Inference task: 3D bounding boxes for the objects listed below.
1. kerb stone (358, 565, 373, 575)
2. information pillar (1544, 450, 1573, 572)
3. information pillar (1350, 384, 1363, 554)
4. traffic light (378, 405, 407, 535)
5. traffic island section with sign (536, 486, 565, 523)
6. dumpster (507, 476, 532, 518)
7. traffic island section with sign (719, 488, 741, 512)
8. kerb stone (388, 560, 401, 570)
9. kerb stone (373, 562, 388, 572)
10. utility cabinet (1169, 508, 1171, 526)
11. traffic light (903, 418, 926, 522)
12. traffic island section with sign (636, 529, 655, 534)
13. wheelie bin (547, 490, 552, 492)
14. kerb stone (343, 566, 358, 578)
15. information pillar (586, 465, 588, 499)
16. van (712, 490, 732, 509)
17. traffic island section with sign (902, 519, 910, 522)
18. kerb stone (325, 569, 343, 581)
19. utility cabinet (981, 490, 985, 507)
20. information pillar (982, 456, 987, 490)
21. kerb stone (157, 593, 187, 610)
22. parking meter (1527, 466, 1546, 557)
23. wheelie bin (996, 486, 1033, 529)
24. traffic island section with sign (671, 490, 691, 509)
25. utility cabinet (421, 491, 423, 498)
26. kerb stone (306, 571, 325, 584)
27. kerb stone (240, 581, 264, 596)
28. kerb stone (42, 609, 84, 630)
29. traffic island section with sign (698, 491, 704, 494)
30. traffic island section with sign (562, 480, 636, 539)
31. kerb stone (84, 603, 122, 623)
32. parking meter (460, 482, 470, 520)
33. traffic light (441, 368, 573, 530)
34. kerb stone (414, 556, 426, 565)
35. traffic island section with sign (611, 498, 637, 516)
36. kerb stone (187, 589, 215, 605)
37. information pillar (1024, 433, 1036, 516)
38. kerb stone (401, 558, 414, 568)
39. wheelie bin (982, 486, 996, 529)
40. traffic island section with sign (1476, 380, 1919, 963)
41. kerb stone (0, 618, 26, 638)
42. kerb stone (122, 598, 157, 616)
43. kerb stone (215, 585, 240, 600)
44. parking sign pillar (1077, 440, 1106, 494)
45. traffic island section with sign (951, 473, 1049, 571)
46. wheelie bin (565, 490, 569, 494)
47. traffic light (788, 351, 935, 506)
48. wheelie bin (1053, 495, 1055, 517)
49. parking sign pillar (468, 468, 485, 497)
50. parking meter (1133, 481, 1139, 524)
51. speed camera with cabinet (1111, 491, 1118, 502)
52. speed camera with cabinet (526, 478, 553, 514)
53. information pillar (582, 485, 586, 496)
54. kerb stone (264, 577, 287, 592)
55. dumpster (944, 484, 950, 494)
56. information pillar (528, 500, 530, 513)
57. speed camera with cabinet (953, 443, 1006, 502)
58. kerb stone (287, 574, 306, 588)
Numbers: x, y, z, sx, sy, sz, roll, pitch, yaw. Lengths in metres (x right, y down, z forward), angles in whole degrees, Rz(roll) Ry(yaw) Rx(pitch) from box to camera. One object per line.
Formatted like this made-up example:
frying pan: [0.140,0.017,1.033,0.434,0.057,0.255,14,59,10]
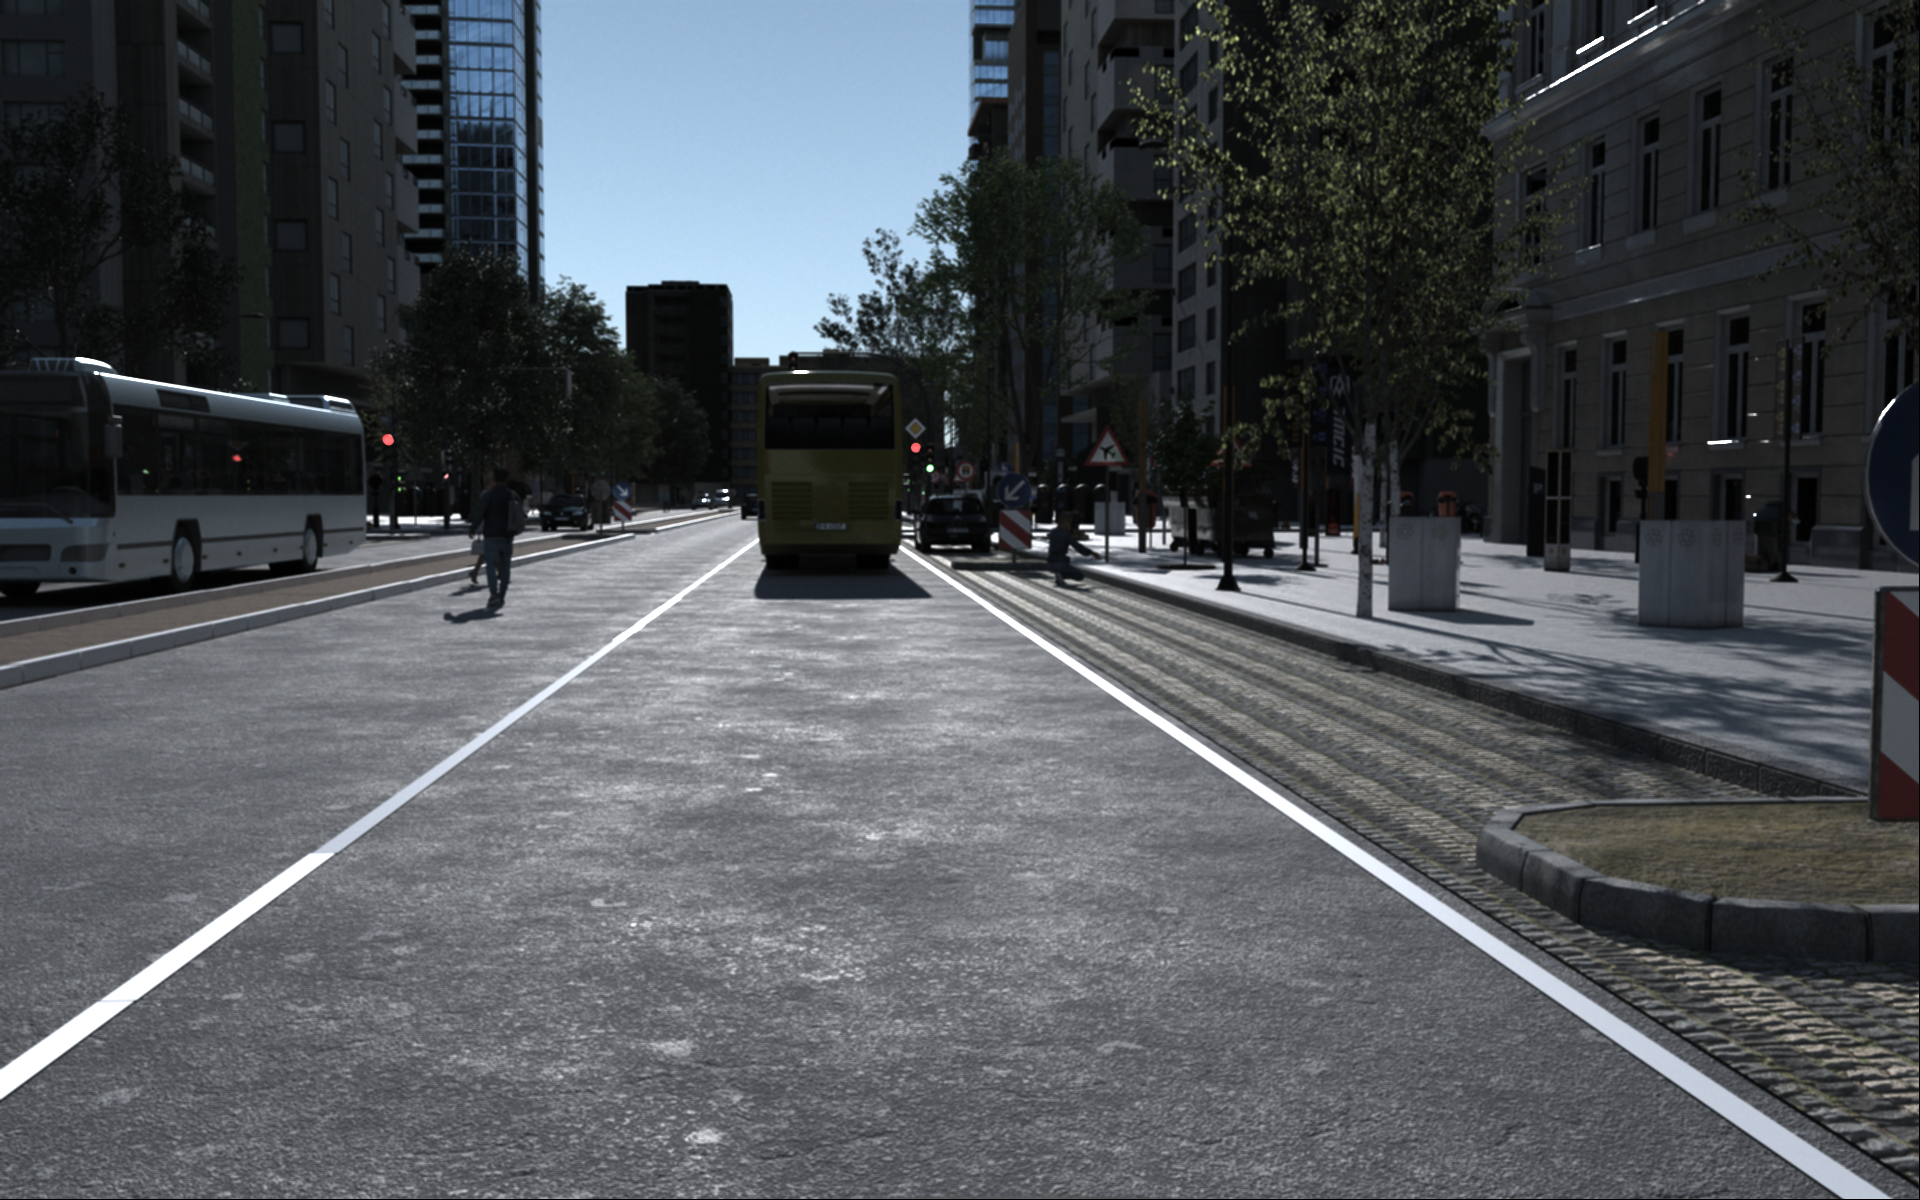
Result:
kerb stone: [-10.660,-0.523,30.774,0.120,0.150,1.000,0,4,-5]
information pillar: [9.945,-1.486,28.792,0.304,2.012,0.304,-2,4,-30]
information pillar: [8.452,-2.779,36.792,0.183,3.616,0.504,0,4,3]
traffic light: [-17.876,-4.010,54.478,0.839,4.253,0.868,0,4,-5]
traffic island section with sign: [-20.194,-4.801,87.120,1.989,1.847,2.006,0,4,-5]
dumpster: [-23.257,-5.382,90.491,1.502,2.255,1.985,0,4,-4]
traffic island section with sign: [-18.134,-7.920,137.635,2.006,1.907,1.989,0,4,-5]
kerb stone: [-10.818,-0.650,32.816,0.120,0.150,1.000,0,4,-5]
kerb stone: [-10.730,-0.575,31.794,0.120,0.150,1.000,0,4,-5]
utility cabinet: [8.417,-3.626,67.959,0.318,1.500,1.173,0,4,1]
traffic light: [-1.655,-4.580,63.796,0.839,4.253,0.868,0,4,-5]
traffic island section with sign: [-12.141,-3.339,62.735,2.006,1.907,1.989,0,4,-5]
wheelie bin: [-30.088,-7.313,127.471,0.980,1.594,0.693,1,4,16]
kerb stone: [-10.574,-0.462,29.750,0.120,0.150,1.000,0,4,-5]
information pillar: [-24.215,-7.401,112.365,0.183,3.616,0.504,-1,4,-9]
van: [-23.585,-10.099,172.137,2.013,2.044,4.112,0,4,-5]
traffic island section with sign: [-3.601,-4.903,88.792,1.989,1.847,2.006,0,4,-5]
kerb stone: [-10.487,-0.400,28.732,0.120,0.150,1.000,0,4,-5]
utility cabinet: [1.199,-4.681,85.209,0.318,1.500,1.173,3,5,42]
information pillar: [1.524,-6.950,104.995,0.504,3.616,0.183,3,5,44]
kerb stone: [-9.920,0.039,21.593,0.120,0.150,1.000,0,4,-5]
parking meter: [11.863,-1.826,35.559,0.399,1.863,0.255,1,4,14]
wheelie bin: [1.715,-2.770,53.195,0.980,1.594,0.693,-1,4,-9]
traffic island section with sign: [-26.373,-9.530,164.437,1.989,1.847,2.006,0,4,-5]
utility cabinet: [-40.435,-7.420,129.994,1.173,1.500,0.318,1,4,9]
kerb stone: [-10.403,-0.337,27.712,0.120,0.150,1.000,0,4,-5]
kerb stone: [-10.164,-0.150,24.654,0.120,0.150,1.000,0,4,-5]
kerb stone: [-9.673,0.227,18.524,0.120,0.150,1.000,0,4,-5]
traffic island section with sign: [-28.513,-11.173,191.307,1.989,1.847,2.006,0,4,-5]
traffic island section with sign: [-11.561,-2.888,55.350,2.006,1.907,1.989,0,4,-5]
kerb stone: [-9.757,0.162,19.548,0.120,0.150,1.000,0,4,-5]
parking meter: [-24.803,-4.960,86.806,0.399,1.863,0.255,-3,5,-40]
traffic light: [-16.434,-5.380,62.639,4.771,5.953,1.251,0,4,-5]
kerb stone: [-10.972,-0.772,34.857,0.120,0.150,1.000,0,4,-5]
traffic island section with sign: [-22.332,-6.444,113.991,1.989,1.847,2.006,0,4,-5]
kerb stone: [-10.000,-0.026,22.613,0.120,0.150,1.000,0,4,-5]
information pillar: [2.670,-4.582,66.275,0.504,3.616,0.183,0,4,-6]
kerb stone: [-10.894,-0.712,33.838,0.120,0.150,1.000,0,4,-5]
wheelie bin: [1.246,-3.464,64.550,0.980,1.594,0.693,-2,4,-29]
traffic island section with sign: [2.997,0.147,6.224,1.989,1.847,2.006,0,4,-5]
kerb stone: [-9.589,0.287,17.505,0.120,0.150,1.000,0,4,-5]
kerb stone: [-9.830,0.099,20.572,0.120,0.150,1.000,0,4,-5]
kerb stone: [-10.086,-0.081,23.633,0.120,0.150,1.000,0,4,-5]
parking sign pillar: [5.941,-5.492,78.265,1.447,3.967,1.447,0,4,6]
traffic island section with sign: [0.852,-1.496,33.094,1.989,1.847,2.006,0,4,-5]
wheelie bin: [-28.057,-7.015,122.605,0.980,1.594,0.693,-3,4,-39]
traffic light: [-3.098,-4.946,55.529,4.771,5.953,1.251,0,4,-5]
wheelie bin: [5.038,-5.539,98.471,0.693,1.594,0.980,0,4,7]
parking sign pillar: [-37.791,-8.989,135.445,1.447,3.967,1.447,0,4,8]
parking meter: [7.644,-4.206,74.477,0.399,1.863,0.255,2,4,27]
speed camera with cabinet: [6.949,-5.691,87.389,2.038,3.252,0.660,2,4,35]
speed camera with cabinet: [-27.642,-7.339,114.334,0.660,3.252,2.038,3,4,38]
information pillar: [-27.827,-7.585,128.514,0.304,2.012,0.304,3,5,42]
kerb stone: [-10.239,-0.213,25.675,0.120,0.150,1.000,0,4,-5]
dumpster: [-1.251,-6.351,106.336,1.502,2.255,1.985,0,4,-5]
information pillar: [-29.605,-6.961,118.307,0.304,2.012,0.304,-3,5,-42]
speed camera with cabinet: [0.758,-4.430,66.763,2.038,3.252,0.660,-2,4,-27]
kerb stone: [-10.325,-0.275,26.693,0.120,0.150,1.000,0,4,-5]
